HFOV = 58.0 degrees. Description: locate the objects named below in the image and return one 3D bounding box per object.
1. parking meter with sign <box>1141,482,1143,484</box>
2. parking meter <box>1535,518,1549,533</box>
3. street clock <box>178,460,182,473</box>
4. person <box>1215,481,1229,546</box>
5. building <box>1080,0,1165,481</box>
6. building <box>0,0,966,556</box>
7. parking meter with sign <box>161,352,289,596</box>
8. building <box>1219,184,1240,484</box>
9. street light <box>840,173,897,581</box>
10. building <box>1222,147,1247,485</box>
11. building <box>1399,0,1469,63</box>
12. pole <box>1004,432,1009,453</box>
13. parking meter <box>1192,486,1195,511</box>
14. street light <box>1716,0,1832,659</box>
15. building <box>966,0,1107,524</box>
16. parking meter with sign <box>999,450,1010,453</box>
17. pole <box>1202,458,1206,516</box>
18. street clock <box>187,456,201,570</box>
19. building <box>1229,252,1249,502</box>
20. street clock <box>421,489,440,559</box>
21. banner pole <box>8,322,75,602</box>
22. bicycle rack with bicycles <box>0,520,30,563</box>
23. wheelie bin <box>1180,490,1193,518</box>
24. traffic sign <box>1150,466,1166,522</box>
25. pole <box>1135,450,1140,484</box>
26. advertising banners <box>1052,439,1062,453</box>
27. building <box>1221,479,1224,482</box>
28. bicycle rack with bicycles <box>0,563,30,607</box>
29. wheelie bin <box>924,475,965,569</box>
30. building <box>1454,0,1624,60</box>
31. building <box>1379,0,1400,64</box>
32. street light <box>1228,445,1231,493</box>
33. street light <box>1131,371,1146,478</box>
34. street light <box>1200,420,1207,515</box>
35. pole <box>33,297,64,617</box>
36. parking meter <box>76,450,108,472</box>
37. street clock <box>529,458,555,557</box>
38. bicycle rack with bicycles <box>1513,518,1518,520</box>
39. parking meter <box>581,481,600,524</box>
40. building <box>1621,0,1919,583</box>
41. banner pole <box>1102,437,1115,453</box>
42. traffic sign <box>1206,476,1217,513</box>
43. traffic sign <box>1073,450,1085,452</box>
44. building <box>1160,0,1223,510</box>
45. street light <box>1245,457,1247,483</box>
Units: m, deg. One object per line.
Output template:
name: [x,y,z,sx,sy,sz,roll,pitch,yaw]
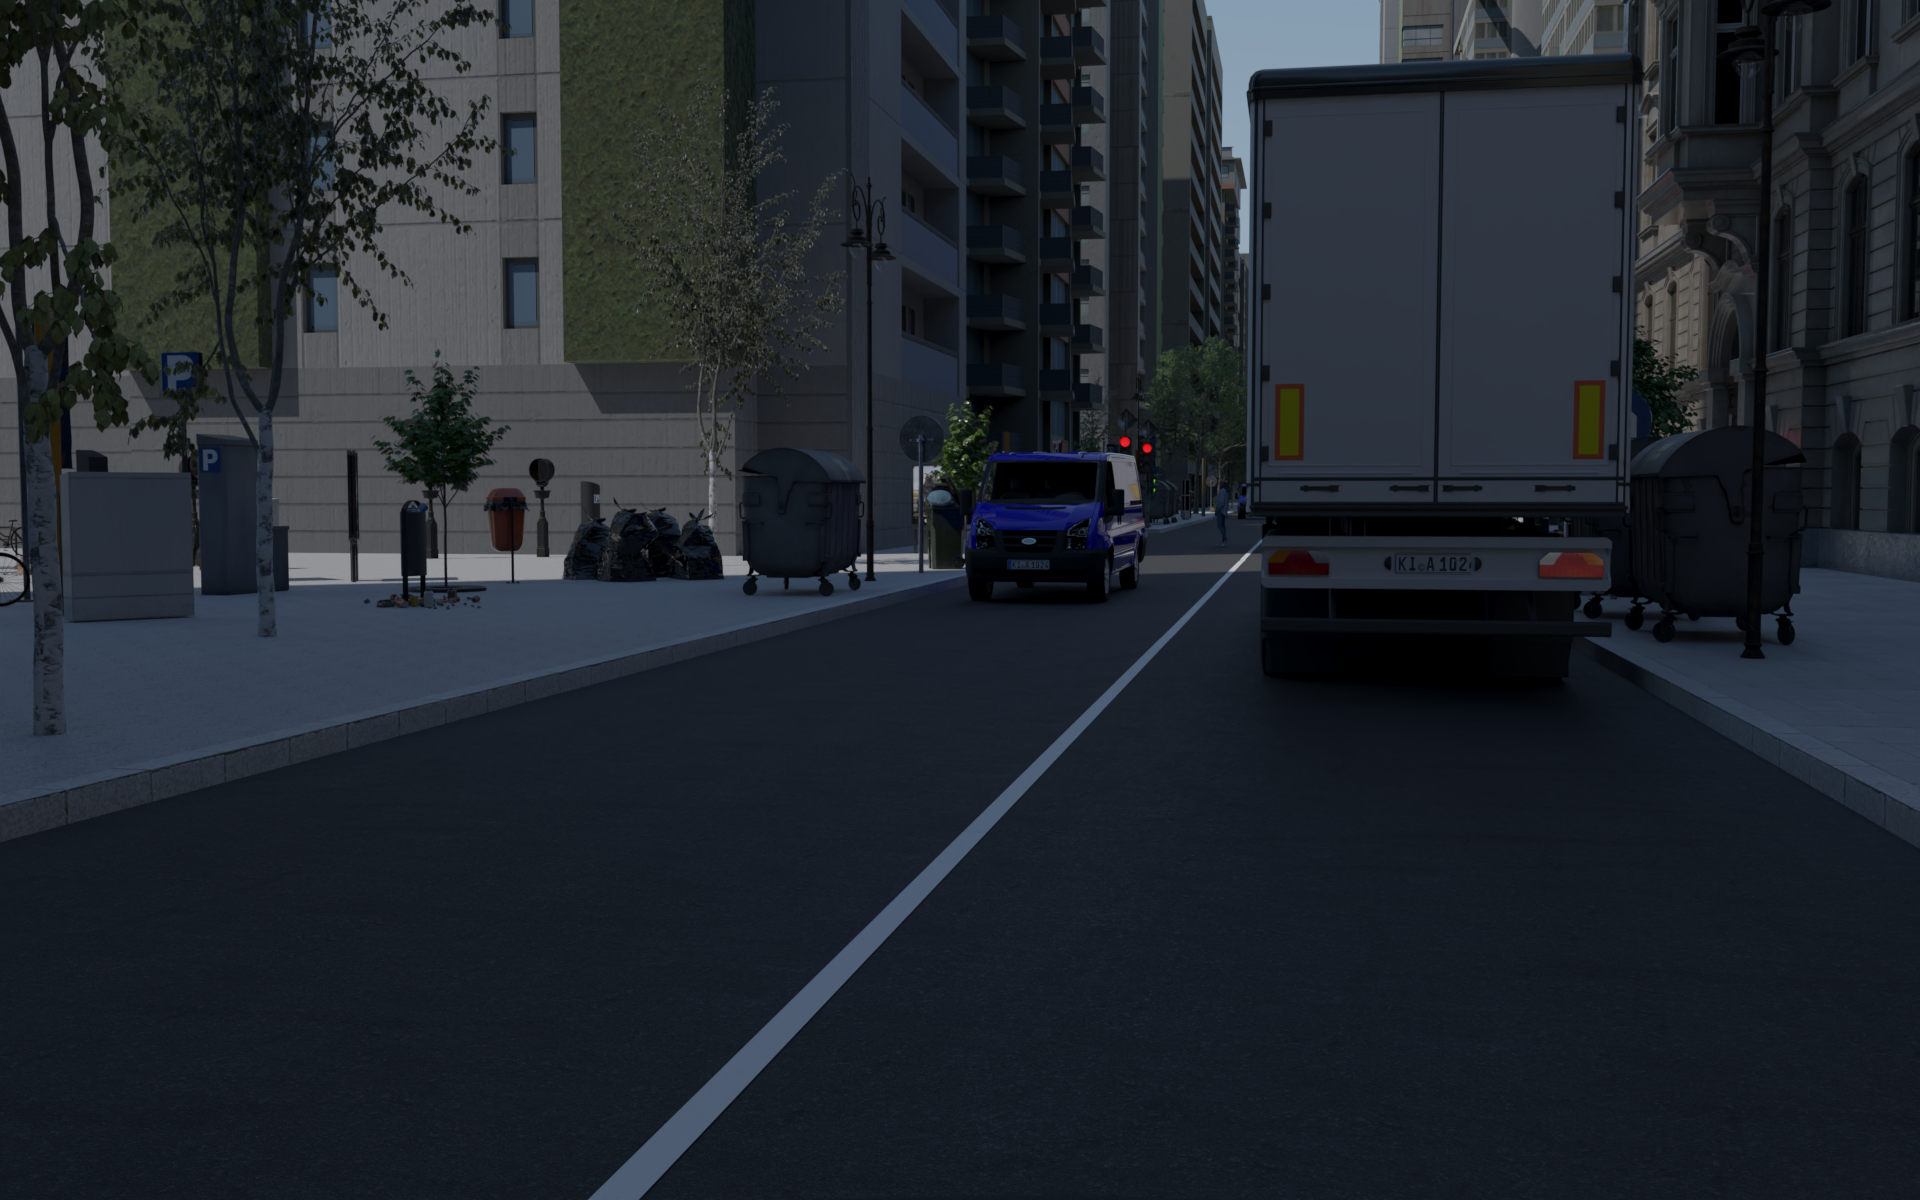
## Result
parking meter with sign: [11.143,-6.828,107.906,1.738,3.016,0.543,2,4,23]
parking meter: [10.837,-1.468,32.414,0.372,1.533,0.369,0,3,0]
street clock: [-14.605,-1.741,33.034,0.471,2.002,0.358,-3,5,-40]
person: [7.261,-2.388,47.805,0.793,1.790,0.793,-1,4,-11]
building: [7.311,-27.131,127.192,14.154,41.232,14.086,1,4,11]
building: [-14.435,-30.834,46.143,28.212,58.520,21.231,1,4,11]
parking meter with sign: [-9.335,-1.584,22.166,0.543,3.016,1.738,1,4,16]
building: [27.101,-35.802,239.993,22.147,44.769,28.867,1,4,11]
street light: [-1.324,-3.216,25.376,0.468,5.910,1.993,1,4,11]
building: [29.255,-41.515,268.006,28.713,52.752,27.495,1,4,11]
building: [42.801,-28.021,141.737,14.154,41.232,14.086,1,4,11]
pole: [1.538,-3.857,56.898,0.158,3.312,0.155,0,3,0]
parking meter: [17.699,-7.649,130.780,0.255,1.863,0.399,1,4,12]
street light: [6.205,-2.483,13.377,0.468,5.910,1.993,1,4,11]
building: [-4.586,-26.374,85.840,22.147,44.769,28.867,1,4,11]
parking meter with sign: [1.193,-4.466,69.272,0.543,3.016,1.738,-3,5,-45]
pole: [13.966,-6.446,99.240,0.158,3.312,0.155,0,3,0]
street clock: [-12.693,-1.504,29.160,0.358,2.002,0.471,1,4,13]
building: [40.867,-36.918,287.200,14.154,41.232,14.086,1,4,11]
street clock: [-10.486,-1.820,34.324,0.358,2.002,0.471,2,4,35]
banner pole: [-11.035,-1.882,20.793,0.401,3.779,0.863,2,4,30]
bicycle rack with bicycles: [-18.747,-1.324,35.029,2.852,0.926,2.925,1,4,13]
wheelie bin: [12.130,-5.191,92.781,0.693,1.594,0.980,0,4,2]
traffic sign: [9.025,-4.836,79.182,0.768,2.556,0.104,1,4,20]
pole: [8.222,-5.286,80.275,0.158,3.312,0.155,0,3,0]
advertising banners: [2.654,-3.637,55.645,0.090,3.025,2.074,-2,4,-34]
building: [13.624,-30.849,196.268,32.217,40.220,23.993,1,4,11]
bicycle rack with bicycles: [-11.687,-0.303,18.337,2.925,0.926,2.852,-1,4,-19]
wheelie bin: [-0.260,-1.330,29.661,0.693,1.594,0.980,-1,4,-10]
building: [47.864,-26.221,120.586,32.217,40.220,23.993,1,4,11]
building: [56.650,-39.678,190.740,21.231,58.520,28.212,1,4,11]
street light: [21.742,-10.240,140.219,0.468,5.910,1.993,1,4,11]
street light: [6.709,-5.650,65.170,0.468,5.910,1.993,1,4,11]
street light: [14.922,-8.179,106.512,0.468,5.910,1.993,1,4,11]
pole: [-9.460,-1.478,18.005,0.158,3.312,0.155,0,3,0]
parking meter: [-11.422,-1.048,22.842,0.399,1.863,0.255,3,4,36]
street clock: [-8.476,-1.870,35.147,0.471,2.002,0.358,1,4,18]
bicycle rack with bicycles: [29.938,-5.179,98.060,2.852,0.926,2.925,1,4,15]
parking meter: [-7.253,-1.566,34.022,0.372,1.533,0.369,0,3,0]
building: [20.834,-13.068,32.745,14.460,24.649,34.723,1,4,11]
banner pole: [6.486,-5.266,76.123,0.401,3.779,0.863,-3,5,-43]
traffic sign: [17.339,-7.308,119.598,0.768,2.556,0.104,1,4,16]
traffic sign: [3.437,-3.055,50.055,0.768,2.556,0.104,1,4,14]
building: [14.674,-33.545,172.157,21.300,48.544,21.600,1,4,11]
street light: [30.038,-12.774,181.640,0.468,5.910,1.993,1,4,11]
